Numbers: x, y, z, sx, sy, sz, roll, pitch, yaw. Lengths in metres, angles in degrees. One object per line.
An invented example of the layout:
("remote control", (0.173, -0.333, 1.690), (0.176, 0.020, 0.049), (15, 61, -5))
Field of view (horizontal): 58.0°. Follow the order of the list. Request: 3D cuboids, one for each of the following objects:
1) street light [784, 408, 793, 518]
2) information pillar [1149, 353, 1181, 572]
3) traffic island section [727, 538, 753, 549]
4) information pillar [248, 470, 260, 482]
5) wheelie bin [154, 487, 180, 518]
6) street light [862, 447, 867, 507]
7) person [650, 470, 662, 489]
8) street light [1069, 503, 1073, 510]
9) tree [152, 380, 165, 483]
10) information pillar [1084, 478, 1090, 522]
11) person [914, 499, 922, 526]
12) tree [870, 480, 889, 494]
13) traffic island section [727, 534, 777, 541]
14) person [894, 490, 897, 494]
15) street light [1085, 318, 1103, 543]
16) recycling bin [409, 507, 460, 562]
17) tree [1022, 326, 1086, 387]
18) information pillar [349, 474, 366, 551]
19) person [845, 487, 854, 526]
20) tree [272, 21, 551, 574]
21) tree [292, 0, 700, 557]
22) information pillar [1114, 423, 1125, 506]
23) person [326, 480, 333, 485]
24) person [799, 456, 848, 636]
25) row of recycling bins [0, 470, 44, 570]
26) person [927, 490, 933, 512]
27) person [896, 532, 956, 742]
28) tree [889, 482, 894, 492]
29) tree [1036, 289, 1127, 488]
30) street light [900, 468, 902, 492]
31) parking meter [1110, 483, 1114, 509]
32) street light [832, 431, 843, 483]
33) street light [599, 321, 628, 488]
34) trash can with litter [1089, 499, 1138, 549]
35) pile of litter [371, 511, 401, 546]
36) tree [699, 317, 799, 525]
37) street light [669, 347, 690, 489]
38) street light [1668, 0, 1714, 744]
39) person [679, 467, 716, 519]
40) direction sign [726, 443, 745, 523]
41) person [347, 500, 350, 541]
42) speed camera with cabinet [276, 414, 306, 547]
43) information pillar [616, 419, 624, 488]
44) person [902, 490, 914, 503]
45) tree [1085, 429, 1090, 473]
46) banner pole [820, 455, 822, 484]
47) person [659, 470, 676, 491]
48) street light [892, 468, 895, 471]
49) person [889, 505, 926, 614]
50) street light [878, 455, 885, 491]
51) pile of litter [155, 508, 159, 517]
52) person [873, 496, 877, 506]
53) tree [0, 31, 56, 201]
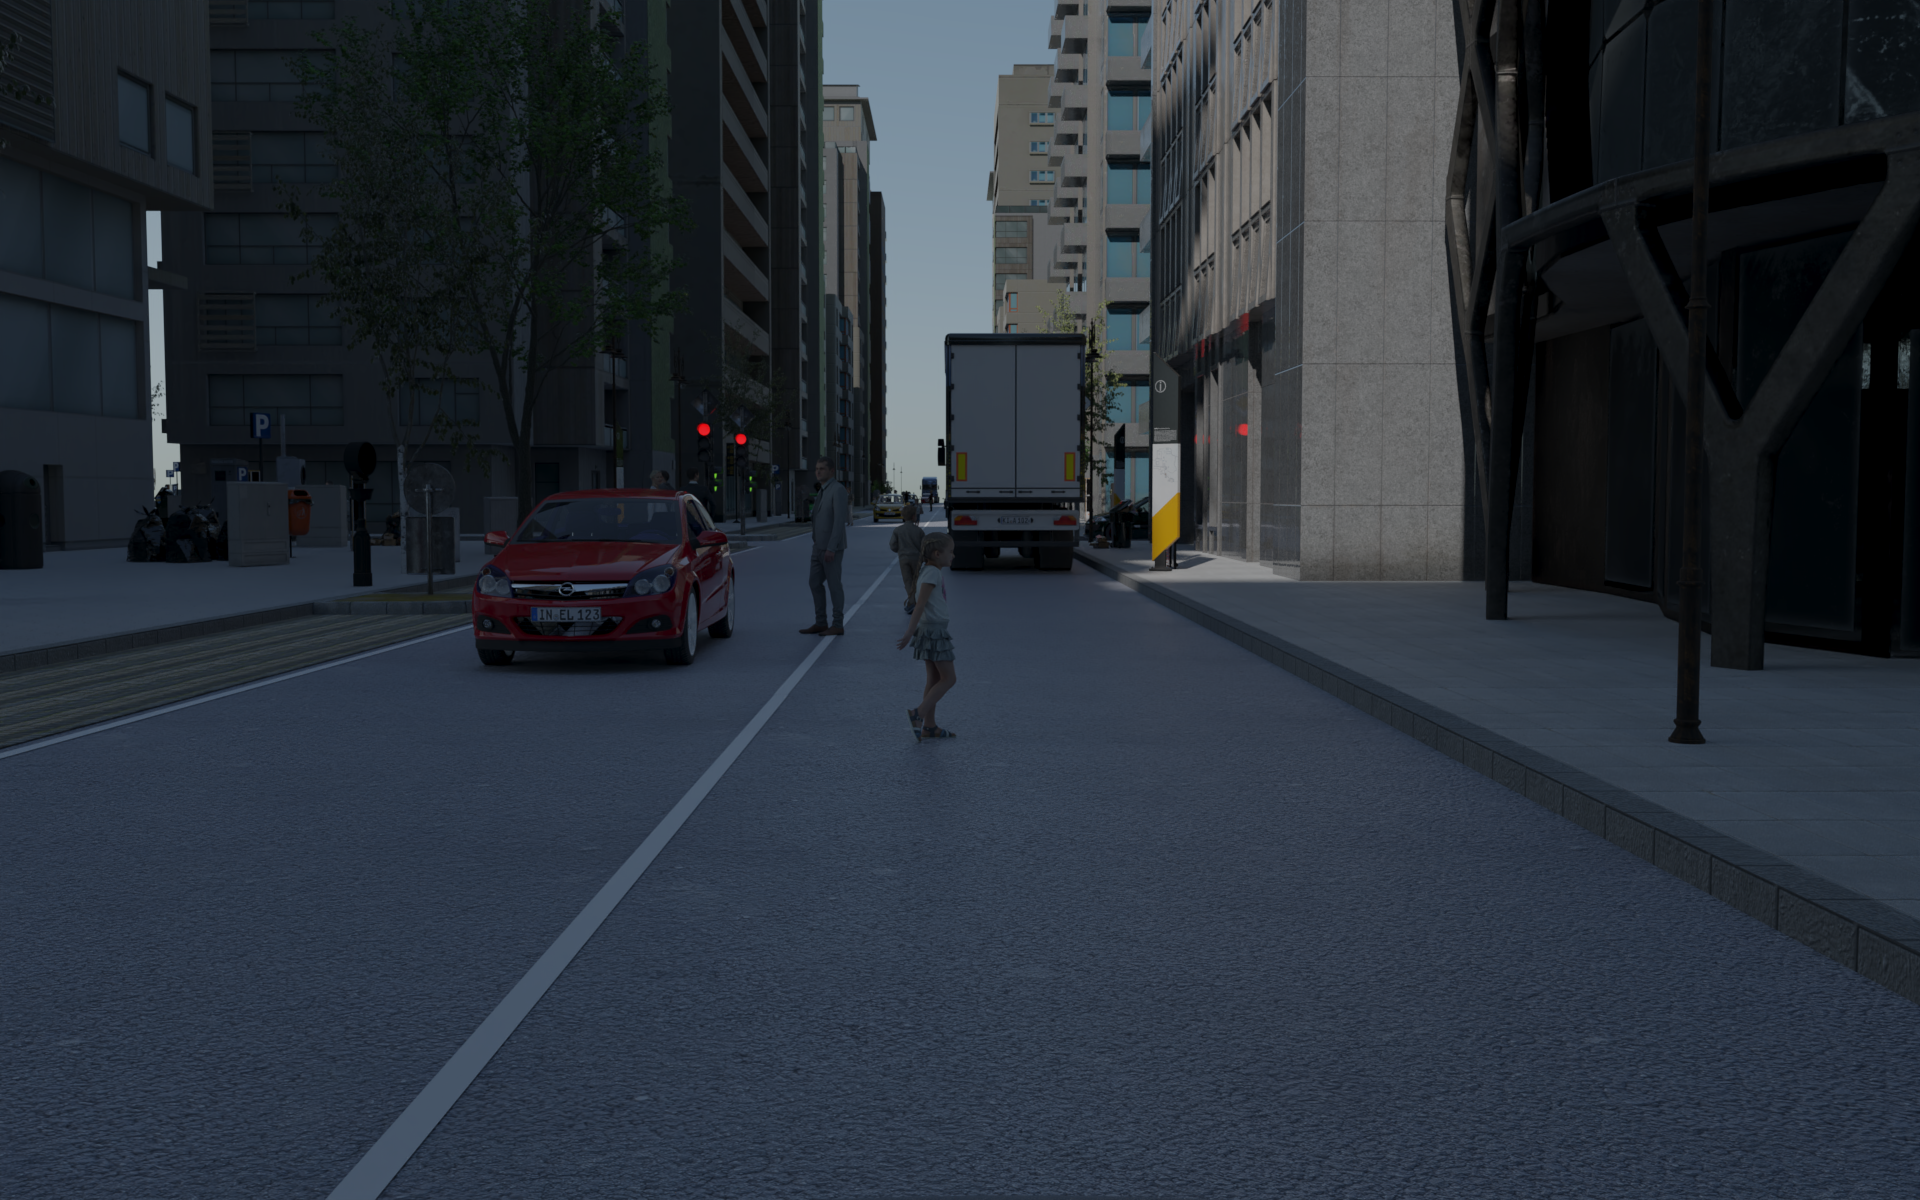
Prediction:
("street light", (-9.006, -7.223, 90.881), (0.468, 5.910, 1.993), (0, 4, 0))
("information pillar", (3.402, -2.281, 28.649), (0.504, 3.616, 0.183), (3, 4, 36))
("traffic island section", (-6.759, -1.455, 46.063), (2.009, 0.180, 2.903), (0, 4, 0))
("information pillar", (-22.029, -3.031, 54.056), (0.304, 2.012, 0.304), (-3, 5, -45))
("wheelie bin", (-34.902, -4.166, 76.030), (0.693, 1.594, 0.980), (0, 4, -7))
("street light", (-9.273, -11.879, 167.017), (0.468, 5.910, 1.993), (0, 4, 0))
("person", (-5.180, -1.281, 29.320), (0.818, 1.842, 0.514), (-1, 4, -20))
("street light", (3.566, -5.063, 55.569), (0.468, 5.910, 1.993), (0, 4, 0))
("tree", (-33.230, -7.167, 67.542), (4.737, 8.622, 4.395), (0, 3, 0))
("information pillar", (5.944, -4.640, 80.358), (0.304, 2.012, 0.304), (-1, 4, -11))
("person", (-1.719, -3.505, 70.491), (0.332, 1.250, 0.352), (1, 4, 12))
("tree", (-10.100, -13.326, 212.476), (1.663, 3.219, 1.824), (0, 3, 0))
("traffic island section", (-6.793, -1.943, 54.048), (2.009, 0.180, 2.903), (0, 4, 0))
("person", (-3.966, -5.933, 106.506), (0.522, 1.701, 0.512), (-1, 4, -19))
("street light", (3.465, -4.455, 45.624), (0.468, 5.910, 1.993), (0, 4, 0))
("recycling bin", (-9.892, -1.222, 32.530), (0.722, 1.027, 0.722), (3, 5, 40))
("tree", (3.653, -7.633, 75.155), (4.360, 8.622, 3.978), (0, 3, 0))
("information pillar", (-13.502, -2.099, 38.815), (0.304, 2.012, 0.304), (-2, 4, -30))
("person", (-5.031, -4.214, 77.952), (0.362, 1.759, 0.519), (-3, 5, -44))
("tree", (-8.803, -4.715, 27.456), (4.360, 8.622, 3.978), (0, 3, 0))
("tree", (-9.000, -6.680, 34.977), (9.928, 11.665, 9.643), (0, 3, 0))
("information pillar", (5.283, -4.031, 57.265), (0.504, 3.616, 0.183), (-3, 5, -43))
("person", (-18.723, -2.648, 51.659), (0.638, 1.841, 0.748), (-3, 4, -37))
("person", (-1.334, -0.548, 17.565), (0.391, 1.810, 0.635), (-2, 4, -32))
("row of recycling bins", (-16.916, -1.306, 28.474), (1.069, 1.692, 3.534), (2, 4, 29))
("person", (-2.463, -8.145, 142.189), (0.721, 1.766, 1.217), (1, 4, 17))
("person", (-0.217, 0.205, 10.163), (0.382, 1.210, 0.505), (-1, 4, -11))
("tree", (-9.987, -14.198, 226.732), (1.663, 3.219, 1.824), (0, 3, 0))
("tree", (4.138, -6.800, 61.545), (4.737, 8.622, 4.395), (0, 3, 0))
("street light", (-9.745, -19.251, 287.538), (0.468, 5.910, 1.993), (0, 4, 0))
("parking meter", (7.087, -4.504, 79.357), (0.399, 1.863, 0.255), (-1, 4, -18))
("street light", (-9.123, -9.659, 130.705), (0.468, 5.910, 1.993), (0, 4, 0))
("street light", (-8.814, -4.366, 44.177), (0.468, 5.910, 1.993), (0, 4, 0))
("trash can with litter", (3.620, -1.801, 40.836), (1.055, 1.170, 0.624), (-1, 4, -22))
("pile of litter", (-14.292, -1.785, 43.144), (1.176, 0.858, 1.719), (-2, 4, -30))
("tree", (-8.940, -7.433, 71.899), (4.360, 8.622, 3.978), (0, 3, 0))
("street light", (-8.829, -5.002, 54.570), (0.468, 5.910, 1.993), (0, 4, 0))
("street light", (3.761, -2.201, 8.781), (0.468, 5.910, 1.993), (0, 4, 0))
("person", (-4.601, -1.378, 30.389), (0.648, 1.900, 0.474), (-1, 4, -14))
("direction sign", (-9.877, -5.167, 76.484), (0.876, 3.537, 0.379), (-1, 4, -21))
("person", (-17.476, -2.326, 49.127), (0.523, 1.515, 0.503), (-2, 4, -24))
("speed camera with cabinet", (-16.502, -2.940, 42.405), (0.660, 3.252, 2.038), (-1, 4, -10))
("information pillar", (-10.496, -3.786, 53.257), (0.183, 3.616, 0.504), (1, 4, 15))
("person", (-4.338, -8.009, 140.271), (1.217, 1.723, 0.721), (0, 4, -6))
("tree", (3.840, -5.296, 70.298), (4.285, 4.588, 4.351), (0, 3, 0))
("banner pole", (-8.746, -7.361, 110.369), (0.401, 3.779, 0.863), (1, 4, 18))
("person", (-5.299, -1.359, 30.518), (0.447, 1.846, 0.655), (1, 4, 20))
("street light", (-9.558, -17.013, 250.949), (0.468, 5.910, 1.993), (0, 4, 0))
("person", (-0.619, -0.488, 20.747), (0.475, 1.303, 0.640), (-1, 4, -21))
("street light", (-9.530, -14.792, 214.637), (0.468, 5.910, 1.993), (0, 4, 0))
("pile of litter", (-29.506, -3.054, 63.899), (1.176, 0.858, 1.719), (1, 4, 17))
("person", (-5.073, -5.610, 104.504), (0.425, 1.301, 0.394), (-2, 4, -33))
("tree", (-9.280, -3.833, 13.027), (4.360, 8.622, 3.978), (0, 3, 0))
